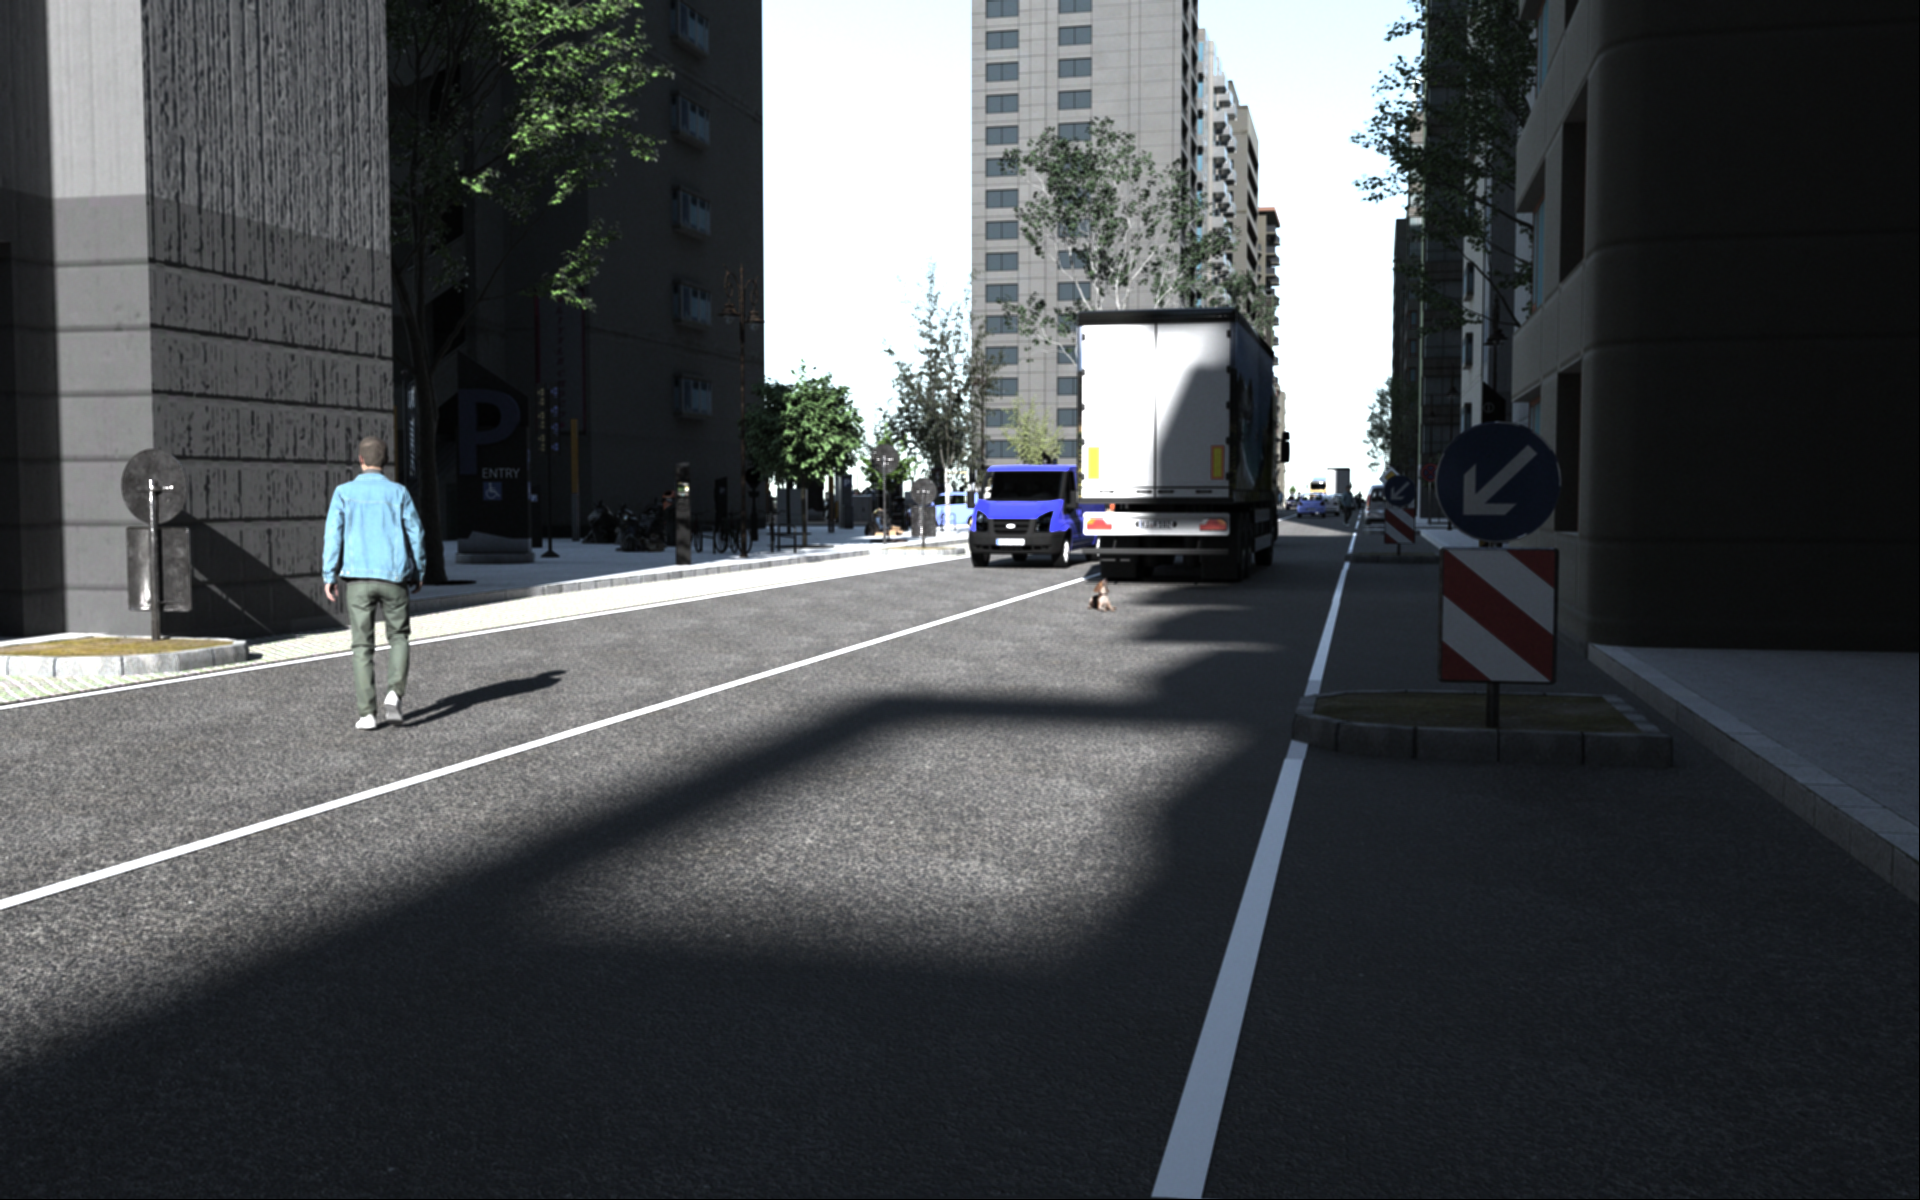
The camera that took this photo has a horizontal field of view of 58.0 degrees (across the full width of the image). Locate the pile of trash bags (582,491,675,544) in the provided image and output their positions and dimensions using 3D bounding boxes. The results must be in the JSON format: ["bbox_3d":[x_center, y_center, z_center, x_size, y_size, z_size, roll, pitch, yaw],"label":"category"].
[{"bbox_3d":[-8.202,-2.132,44.618,3.447,1.369,1.912,3,5,44],"label":"pile of trash bags"}]

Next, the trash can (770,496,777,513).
[{"bbox_3d":[-11.900,-6.129,111.862,0.748,1.137,0.748,0,3,0],"label":"trash can"}]

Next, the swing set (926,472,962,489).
[{"bbox_3d":[-0.839,-7.680,123.181,3.119,2.851,2.862,0,4,-3],"label":"swing set"}]

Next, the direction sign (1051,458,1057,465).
[{"bbox_3d":[5.856,-7.237,110.326,0.379,3.537,0.876,-3,4,-38],"label":"direction sign"}]

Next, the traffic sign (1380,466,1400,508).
[{"bbox_3d":[15.504,-3.589,62.316,0.795,2.450,0.064,1,4,13],"label":"traffic sign"}]

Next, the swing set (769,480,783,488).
[{"bbox_3d":[-10.070,-5.294,84.169,3.119,2.851,2.862,2,4,24],"label":"swing set"}]

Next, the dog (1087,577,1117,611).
[{"bbox_3d":[1.822,-0.081,21.516,0.550,0.427,0.748,2,4,33],"label":"dog"}]

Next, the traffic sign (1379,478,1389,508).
[{"bbox_3d":[17.324,-4.064,70.091,0.795,2.450,0.064,1,4,13],"label":"traffic sign"}]

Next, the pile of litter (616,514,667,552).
[{"bbox_3d":[-7.188,-1.529,38.963,1.176,0.858,1.719,0,4,-4],"label":"pile of litter"}]

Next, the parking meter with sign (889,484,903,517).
[{"bbox_3d":[-3.519,-6.068,95.468,1.738,3.016,0.543,2,4,27],"label":"parking meter with sign"}]

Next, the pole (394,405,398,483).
[{"bbox_3d":[-13.024,-2.812,39.821,0.158,3.312,0.155,0,3,0],"label":"pole"}]

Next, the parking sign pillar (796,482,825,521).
[{"bbox_3d":[-7.206,-5.782,83.000,1.447,3.967,1.447,2,4,29],"label":"parking sign pillar"}]

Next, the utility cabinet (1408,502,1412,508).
[{"bbox_3d":[32.693,-7.001,125.628,0.306,1.237,1.020,1,4,19],"label":"utility cabinet"}]

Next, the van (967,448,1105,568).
[{"bbox_3d":[1.635,-1.898,35.416,2.240,2.365,5.245,1,4,15],"label":"van"}]

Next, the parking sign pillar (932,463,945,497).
[{"bbox_3d":[-1.633,-8.494,127.348,1.447,3.967,1.447,-2,4,-32],"label":"parking sign pillar"}]

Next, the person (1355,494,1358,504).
[{"bbox_3d":[56.611,-14.447,247.938,0.991,1.433,0.599,-3,4,-36],"label":"person"}]

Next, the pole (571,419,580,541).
[{"bbox_3d":[-10.440,-3.250,46.983,0.158,3.312,0.155,0,3,0],"label":"pole"}]

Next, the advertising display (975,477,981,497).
[{"bbox_3d":[1.151,-4.246,74.629,0.974,1.923,0.123,0,4,7],"label":"advertising display"}]

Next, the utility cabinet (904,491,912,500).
[{"bbox_3d":[-3.839,-7.881,137.538,1.173,1.500,0.318,-1,4,-8],"label":"utility cabinet"}]

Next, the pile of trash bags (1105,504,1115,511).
[{"bbox_3d":[6.722,-4.748,87.388,3.447,1.369,1.912,3,5,44],"label":"pile of trash bags"}]

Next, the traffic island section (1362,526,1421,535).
[{"bbox_3d":[15.528,-2.453,62.388,2.009,0.180,2.903,1,4,13],"label":"traffic island section"}]

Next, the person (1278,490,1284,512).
[{"bbox_3d":[25.955,-8.039,140.208,0.793,1.790,0.793,0,4,7],"label":"person"}]

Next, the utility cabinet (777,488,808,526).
[{"bbox_3d":[-6.583,-3.627,67.980,1.173,1.500,0.318,0,4,7],"label":"utility cabinet"}]

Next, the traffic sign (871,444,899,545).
[{"bbox_3d":[-1.917,-2.683,43.972,0.768,2.556,0.104,1,4,16],"label":"traffic sign"}]

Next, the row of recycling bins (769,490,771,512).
[{"bbox_3d":[-15.420,-7.246,125.588,3.534,1.692,1.069,-1,4,-19],"label":"row of recycling bins"}]

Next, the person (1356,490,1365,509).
[{"bbox_3d":[39.426,-9.915,170.694,0.705,1.814,1.350,-2,4,-28],"label":"person"}]

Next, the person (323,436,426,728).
[{"bbox_3d":[-3.556,-0.104,10.542,0.601,1.785,0.444,-1,4,-19],"label":"person"}]

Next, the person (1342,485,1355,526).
[{"bbox_3d":[17.477,-4.258,78.144,0.660,1.820,0.620,-2,4,-33],"label":"person"}]

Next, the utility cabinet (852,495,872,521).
[{"bbox_3d":[-4.651,-4.312,81.656,1.020,1.237,0.306,2,4,26],"label":"utility cabinet"}]

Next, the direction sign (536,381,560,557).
[{"bbox_3d":[-8.340,-2.639,35.145,0.379,3.537,0.876,-3,5,-42],"label":"direction sign"}]

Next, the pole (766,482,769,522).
[{"bbox_3d":[-8.776,-5.191,78.717,0.158,3.312,0.155,0,3,0],"label":"pole"}]

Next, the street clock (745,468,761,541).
[{"bbox_3d":[-5.648,-2.624,47.475,0.471,2.002,0.358,0,4,3],"label":"street clock"}]

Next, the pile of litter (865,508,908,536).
[{"bbox_3d":[-2.257,-2.430,53.688,1.719,0.858,1.176,-3,5,-39],"label":"pile of litter"}]

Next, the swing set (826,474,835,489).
[{"bbox_3d":[-9.573,-8.502,136.623,2.862,2.851,3.119,2,4,28],"label":"swing set"}]

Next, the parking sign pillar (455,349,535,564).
[{"bbox_3d":[-8.688,-2.678,32.260,1.447,3.967,1.447,0,4,-5],"label":"parking sign pillar"}]

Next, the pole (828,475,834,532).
[{"bbox_3d":[-4.322,-3.926,58.029,0.158,3.312,0.155,0,3,0],"label":"pole"}]

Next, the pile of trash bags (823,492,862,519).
[{"bbox_3d":[-6.479,-5.296,96.334,1.912,1.369,3.447,2,4,30],"label":"pile of trash bags"}]

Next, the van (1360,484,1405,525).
[{"bbox_3d":[18.241,-4.125,74.452,2.013,2.044,4.112,1,4,12],"label":"van"}]

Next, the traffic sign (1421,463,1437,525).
[{"bbox_3d":[19.422,-4.368,71.516,0.768,2.556,0.104,1,4,19],"label":"traffic sign"}]

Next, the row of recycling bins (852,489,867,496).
[{"bbox_3d":[-8.105,-8.196,141.119,3.534,1.692,1.069,1,4,12],"label":"row of recycling bins"}]

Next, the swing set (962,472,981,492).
[{"bbox_3d":[2.386,-7.398,118.583,3.119,2.851,2.862,2,4,32],"label":"swing set"}]

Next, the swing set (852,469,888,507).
[{"bbox_3d":[-4.997,-6.876,110.048,3.119,2.851,2.862,0,4,2],"label":"swing set"}]

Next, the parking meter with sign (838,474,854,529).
[{"bbox_3d":[-4.333,-4.207,65.052,0.543,3.016,1.738,-1,4,-16],"label":"parking meter with sign"}]
